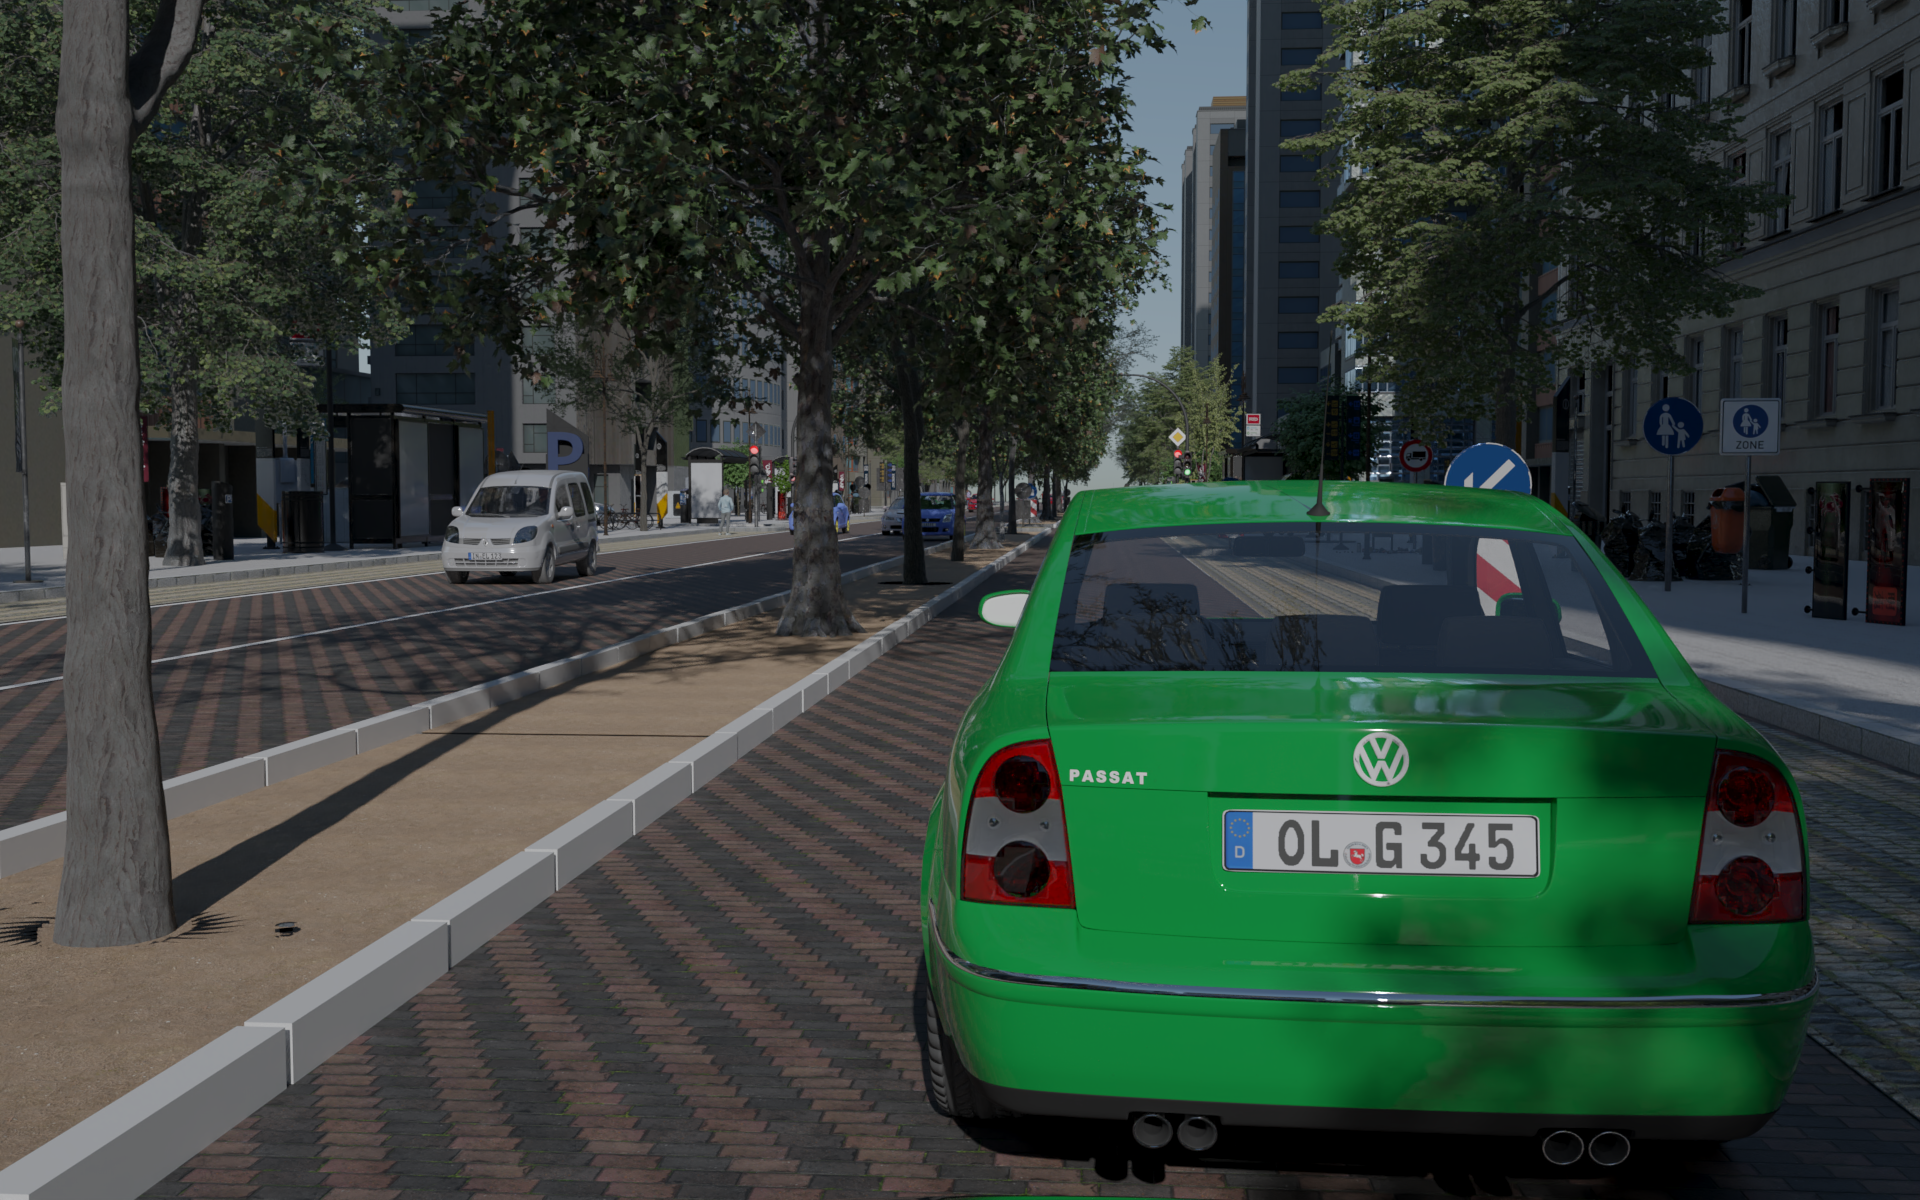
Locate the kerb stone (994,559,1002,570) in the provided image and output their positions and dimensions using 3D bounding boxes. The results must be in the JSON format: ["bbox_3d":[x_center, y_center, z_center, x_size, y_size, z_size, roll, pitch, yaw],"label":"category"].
[{"bbox_3d":[0.638,-0.616,32.275,0.120,0.150,1.000,0,4,5],"label":"kerb stone"}]

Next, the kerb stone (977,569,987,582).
[{"bbox_3d":[0.298,-0.367,28.192,0.120,0.150,1.000,0,4,5],"label":"kerb stone"}]

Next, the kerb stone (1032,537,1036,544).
[{"bbox_3d":[1.979,-1.614,48.620,0.120,0.150,1.000,0,4,5],"label":"kerb stone"}]

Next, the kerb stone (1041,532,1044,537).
[{"bbox_3d":[2.489,-1.986,54.764,0.120,0.150,1.000,0,4,5],"label":"kerb stone"}]

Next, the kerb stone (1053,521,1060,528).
[{"bbox_3d":[4.305,-3.339,76.789,0.120,0.150,1.000,0,4,5],"label":"kerb stone"}]

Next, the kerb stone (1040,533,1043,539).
[{"bbox_3d":[2.404,-1.929,53.735,0.120,0.150,1.000,0,4,5],"label":"kerb stone"}]

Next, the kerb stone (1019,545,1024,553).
[{"bbox_3d":[1.394,-1.178,41.483,0.120,0.150,1.000,0,4,5],"label":"kerb stone"}]

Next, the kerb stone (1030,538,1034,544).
[{"bbox_3d":[1.893,-1.554,47.597,0.120,0.150,1.000,0,4,5],"label":"kerb stone"}]

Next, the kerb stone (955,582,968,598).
[{"bbox_3d":[-0.029,-0.117,24.110,0.120,0.150,1.000,0,4,5],"label":"kerb stone"}]

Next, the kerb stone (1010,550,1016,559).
[{"bbox_3d":[1.061,-0.925,37.389,0.120,0.150,1.000,0,4,5],"label":"kerb stone"}]

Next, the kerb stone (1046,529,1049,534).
[{"bbox_3d":[2.909,-2.304,59.864,0.120,0.150,1.000,0,4,5],"label":"kerb stone"}]

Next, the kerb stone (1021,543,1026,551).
[{"bbox_3d":[1.478,-1.239,42.502,0.120,0.150,1.000,0,4,5],"label":"kerb stone"}]

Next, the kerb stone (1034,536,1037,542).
[{"bbox_3d":[2.058,-1.678,49.639,0.120,0.150,1.000,0,4,5],"label":"kerb stone"}]

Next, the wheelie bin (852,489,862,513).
[{"bbox_3d":[-6.898,-6.625,116.227,0.693,1.594,0.980,-1,4,-14],"label":"wheelie bin"}]

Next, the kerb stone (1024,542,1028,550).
[{"bbox_3d":[1.562,-1.299,43.521,0.120,0.150,1.000,0,4,5],"label":"kerb stone"}]

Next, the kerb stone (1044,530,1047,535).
[{"bbox_3d":[2.744,-2.173,57.826,0.120,0.150,1.000,0,4,5],"label":"kerb stone"}]

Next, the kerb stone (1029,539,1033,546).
[{"bbox_3d":[1.811,-1.486,46.578,0.120,0.150,1.000,0,4,5],"label":"kerb stone"}]

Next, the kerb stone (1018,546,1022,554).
[{"bbox_3d":[1.303,-1.115,40.462,0.120,0.150,1.000,0,4,5],"label":"kerb stone"}]

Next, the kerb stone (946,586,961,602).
[{"bbox_3d":[-0.121,-0.055,23.092,0.120,0.150,1.000,0,4,5],"label":"kerb stone"}]

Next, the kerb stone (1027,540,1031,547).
[{"bbox_3d":[1.731,-1.429,45.558,0.120,0.150,1.000,0,4,5],"label":"kerb stone"}]

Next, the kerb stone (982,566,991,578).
[{"bbox_3d":[0.390,-0.429,29.211,0.120,0.150,1.000,0,4,5],"label":"kerb stone"}]

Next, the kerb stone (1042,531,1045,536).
[{"bbox_3d":[2.565,-2.055,55.789,0.120,0.150,1.000,0,4,5],"label":"kerb stone"}]

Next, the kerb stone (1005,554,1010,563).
[{"bbox_3d":[0.885,-0.802,35.339,0.120,0.150,1.000,0,4,5],"label":"kerb stone"}]

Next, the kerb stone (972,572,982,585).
[{"bbox_3d":[0.217,-0.304,27.170,0.120,0.150,1.000,0,4,5],"label":"kerb stone"}]

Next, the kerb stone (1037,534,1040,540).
[{"bbox_3d":[2.232,-1.803,51.681,0.120,0.150,1.000,0,4,5],"label":"kerb stone"}]

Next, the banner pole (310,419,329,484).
[{"bbox_3d":[-18.541,-3.702,50.538,0.863,3.779,0.401,-3,4,-38],"label":"banner pole"}]

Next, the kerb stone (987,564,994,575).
[{"bbox_3d":[0.464,-0.492,30.238,0.120,0.150,1.000,0,4,5],"label":"kerb stone"}]

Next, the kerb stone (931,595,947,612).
[{"bbox_3d":[-0.293,0.070,21.051,0.120,0.150,1.000,0,4,5],"label":"kerb stone"}]

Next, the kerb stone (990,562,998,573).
[{"bbox_3d":[0.552,-0.552,31.257,0.120,0.150,1.000,0,4,5],"label":"kerb stone"}]

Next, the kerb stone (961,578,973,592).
[{"bbox_3d":[0.054,-0.178,25.129,0.120,0.150,1.000,0,4,5],"label":"kerb stone"}]

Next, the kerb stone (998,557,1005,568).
[{"bbox_3d":[0.728,-0.679,33.295,0.120,0.150,1.000,0,4,5],"label":"kerb stone"}]

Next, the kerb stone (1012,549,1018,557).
[{"bbox_3d":[1.143,-0.987,38.418,0.120,0.150,1.000,0,4,5],"label":"kerb stone"}]

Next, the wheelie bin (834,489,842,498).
[{"bbox_3d":[-8.265,-6.626,116.238,0.693,1.594,0.980,0,4,6],"label":"wheelie bin"}]

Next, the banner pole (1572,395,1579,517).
[{"bbox_3d":[15.486,-3.279,43.623,0.401,3.779,0.863,1,4,19],"label":"banner pole"}]

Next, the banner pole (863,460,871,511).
[{"bbox_3d":[-6.819,-8.454,128.247,0.863,3.779,0.401,3,4,37],"label":"banner pole"}]

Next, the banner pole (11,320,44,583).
[{"bbox_3d":[-13.414,-2.124,24.742,0.401,3.779,0.863,-1,4,-18],"label":"banner pole"}]

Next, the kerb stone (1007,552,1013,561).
[{"bbox_3d":[0.975,-0.861,36.367,0.120,0.150,1.000,0,4,5],"label":"kerb stone"}]

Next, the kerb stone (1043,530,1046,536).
[{"bbox_3d":[2.660,-2.117,56.807,0.120,0.150,1.000,0,4,5],"label":"kerb stone"}]

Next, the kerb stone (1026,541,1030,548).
[{"bbox_3d":[1.657,-1.367,44.539,0.120,0.150,1.000,0,4,5],"label":"kerb stone"}]

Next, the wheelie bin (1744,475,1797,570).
[{"bbox_3d":[13.719,-1.320,29.488,0.980,1.594,0.693,-2,4,-30],"label":"wheelie bin"}]

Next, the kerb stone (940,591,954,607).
[{"bbox_3d":[-0.210,0.015,22.071,0.120,0.150,1.000,0,4,5],"label":"kerb stone"}]

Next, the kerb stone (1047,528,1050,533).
[{"bbox_3d":[2.992,-2.366,60.884,0.120,0.150,1.000,0,4,5],"label":"kerb stone"}]

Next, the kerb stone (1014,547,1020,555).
[{"bbox_3d":[1.223,-1.051,39.439,0.120,0.150,1.000,0,4,5],"label":"kerb stone"}]

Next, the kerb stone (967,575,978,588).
[{"bbox_3d":[0.133,-0.242,26.148,0.120,0.150,1.000,0,4,5],"label":"kerb stone"}]

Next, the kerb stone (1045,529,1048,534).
[{"bbox_3d":[2.820,-2.232,58.846,0.120,0.150,1.000,0,4,5],"label":"kerb stone"}]

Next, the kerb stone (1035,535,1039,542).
[{"bbox_3d":[2.152,-1.741,50.661,0.120,0.150,1.000,0,4,5],"label":"kerb stone"}]

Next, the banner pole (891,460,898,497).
[{"bbox_3d":[-4.775,-8.398,127.317,0.863,3.779,0.401,3,4,36],"label":"banner pole"}]

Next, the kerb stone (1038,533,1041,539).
[{"bbox_3d":[2.326,-1.866,52.711,0.120,0.150,1.000,0,4,5],"label":"kerb stone"}]

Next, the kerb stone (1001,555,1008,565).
[{"bbox_3d":[0.806,-0.741,34.320,0.120,0.150,1.000,0,4,5],"label":"kerb stone"}]
